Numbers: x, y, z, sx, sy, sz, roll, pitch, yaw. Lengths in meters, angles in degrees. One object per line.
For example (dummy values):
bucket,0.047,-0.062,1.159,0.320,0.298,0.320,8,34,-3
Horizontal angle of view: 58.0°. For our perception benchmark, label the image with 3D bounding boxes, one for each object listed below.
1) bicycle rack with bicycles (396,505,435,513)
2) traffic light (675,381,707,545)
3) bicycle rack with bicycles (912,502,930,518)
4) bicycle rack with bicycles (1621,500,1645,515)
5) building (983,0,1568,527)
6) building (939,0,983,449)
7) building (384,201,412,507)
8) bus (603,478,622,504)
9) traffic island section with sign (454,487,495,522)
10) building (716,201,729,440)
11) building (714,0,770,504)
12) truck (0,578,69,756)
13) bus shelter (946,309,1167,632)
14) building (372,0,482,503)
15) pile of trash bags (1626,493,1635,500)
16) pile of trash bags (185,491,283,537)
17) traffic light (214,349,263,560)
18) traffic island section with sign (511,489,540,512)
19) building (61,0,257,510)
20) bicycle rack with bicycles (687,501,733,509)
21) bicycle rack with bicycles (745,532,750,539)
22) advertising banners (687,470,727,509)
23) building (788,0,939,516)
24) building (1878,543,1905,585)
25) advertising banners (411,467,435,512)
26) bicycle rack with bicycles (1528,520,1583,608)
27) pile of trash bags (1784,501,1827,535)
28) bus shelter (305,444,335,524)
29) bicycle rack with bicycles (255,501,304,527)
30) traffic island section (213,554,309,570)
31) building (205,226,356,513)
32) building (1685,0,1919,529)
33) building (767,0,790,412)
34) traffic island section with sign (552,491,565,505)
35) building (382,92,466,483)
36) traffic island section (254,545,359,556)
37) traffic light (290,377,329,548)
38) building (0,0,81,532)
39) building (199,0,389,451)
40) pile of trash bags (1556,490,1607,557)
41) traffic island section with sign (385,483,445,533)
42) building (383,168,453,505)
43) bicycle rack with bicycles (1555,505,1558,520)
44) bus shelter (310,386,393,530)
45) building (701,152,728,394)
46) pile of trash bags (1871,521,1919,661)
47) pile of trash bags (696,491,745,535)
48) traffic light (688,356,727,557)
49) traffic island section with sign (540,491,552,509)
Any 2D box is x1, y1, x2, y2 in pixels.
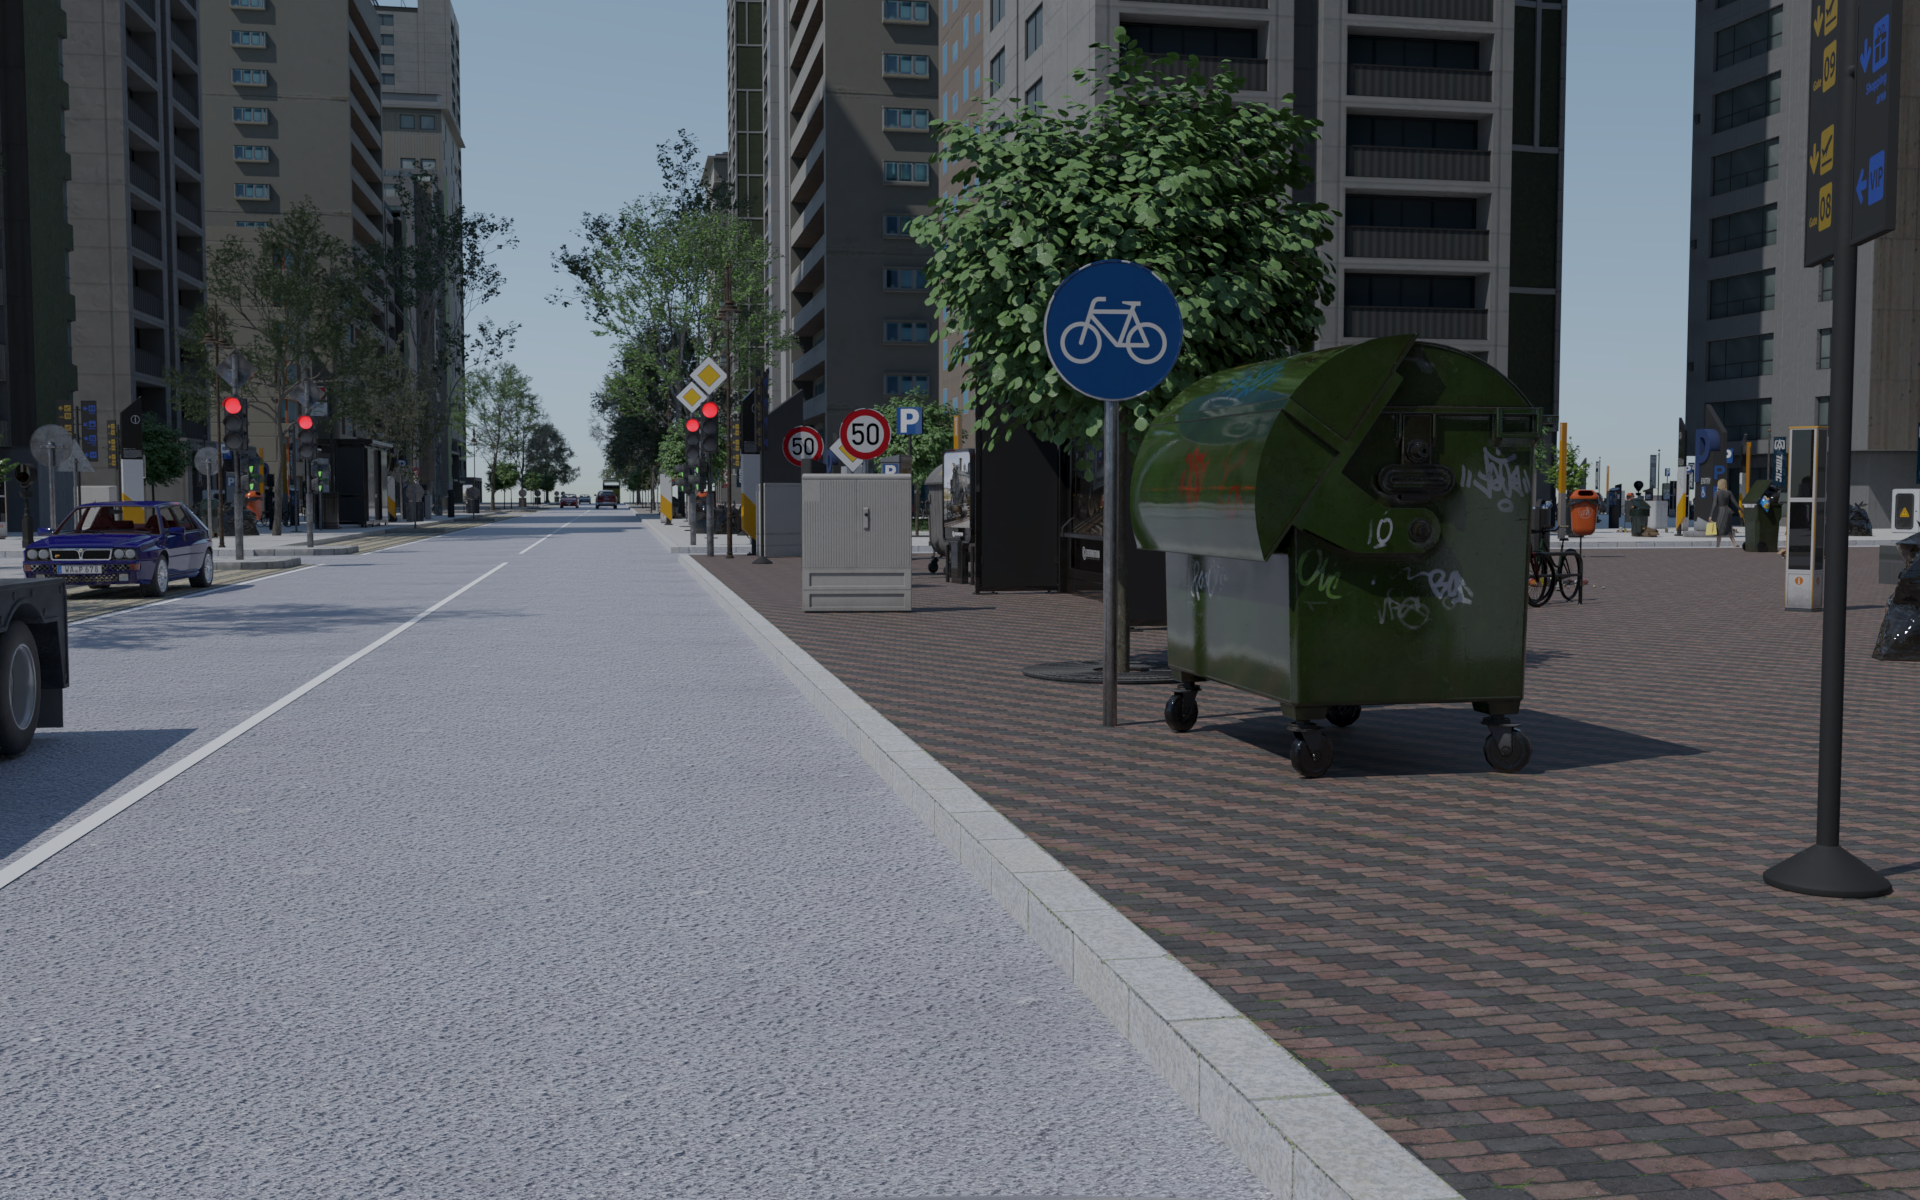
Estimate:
bicycle rack with bicycles,-33.335,-5.693,106.461,2.925,0.926,2.852,-3,4,-39
traffic light,-6.699,-3.324,43.263,0.839,4.253,0.868,-1,4,-11
bicycle rack with bicycles,-1.198,-4.162,81.433,2.852,0.926,2.925,-1,4,-11
bicycle rack with bicycles,41.426,-5.556,104.226,2.925,0.926,2.852,2,4,30
building,12.971,-38.354,65.347,20.611,71.187,20.563,-1,4,-11
building,7.041,-26.581,84.711,14.600,45.320,14.200,-1,4,-11
building,-61.476,-24.237,167.977,14.160,30.474,14.107,-1,4,-11
bus,-52.019,-16.347,258.815,2.896,3.916,12.252,-1,4,-11
traffic island section with sign,-25.374,-5.008,90.515,1.989,1.847,2.006,-1,4,-11
building,-27.071,-34.220,243.094,14.154,41.232,14.086,-1,4,-11
building,-21.401,-48.143,225.389,20.563,71.187,20.611,-1,4,-11
truck,-4.344,-0.671,0.735,2.967,4.110,18.799,-1,4,-13
bus shelter,1.269,-1.705,19.155,1.731,3.624,6.357,-1,4,-11
building,-81.557,-49.898,254.078,20.563,71.187,20.611,-1,4,-11
pile of trash bags,44.905,-6.638,118.280,3.447,1.369,1.912,-2,4,-35
pile of trash bags,-22.573,-2.680,53.572,1.912,1.369,3.447,0,4,6
traffic light,-14.025,-2.736,33.653,0.839,4.253,0.868,-1,4,-11
traffic island section with sign,-35.025,-7.973,138.990,1.989,1.847,2.006,-1,4,-11
building,-45.598,-39.336,81.391,20.563,71.187,20.611,-1,4,-11
bicycle rack with bicycles,-12.251,-4.456,86.234,2.852,0.926,2.925,1,4,16
bicycle rack with bicycles,-4.427,-2.151,48.546,2.852,0.926,2.925,-2,4,-30
advertising banners,-11.316,-5.035,78.507,2.074,3.025,0.090,0,4,2
building,0.829,-29.727,109.737,21.300,48.544,21.600,-1,4,-11
building,24.768,-28.879,14.166,21.231,58.520,28.212,-1,4,-11
advertising banners,-35.051,-7.196,113.839,2.074,3.025,0.090,0,4,5
bicycle rack with bicycles,6.233,-0.433,20.455,2.925,0.926,2.852,-2,4,-27
pile of trash bags,27.943,-2.889,56.980,3.447,1.369,1.912,1,4,15
bus shelter,-28.246,-5.332,78.469,1.731,3.624,6.357,-1,4,-11
bicycle rack with bicycles,-27.489,-3.249,66.504,2.925,0.926,2.852,2,4,26
traffic island section,-14.066,-0.703,33.780,2.009,0.180,2.903,-1,4,-11
building,-60.026,-17.073,124.190,27.650,21.520,28.899,-1,4,-11
building,38.704,-18.073,67.202,14.107,30.474,14.160,-1,4,-11
building,-5.970,-37.134,149.139,21.231,58.520,28.212,-1,4,-11
traffic island section with sign,-51.197,-12.944,220.260,1.989,1.847,2.006,-1,4,-11
building,-81.100,-39.192,230.023,28.713,52.752,27.495,-1,4,-11
traffic island section,-15.625,-1.182,41.612,2.009,0.180,2.903,-1,4,-11
traffic light,-15.584,-3.215,41.485,0.839,4.253,0.868,-1,4,-11
building,-37.665,-17.289,54.372,14.160,30.474,14.107,-1,4,-11
building,-61.884,-32.109,148.691,21.300,48.544,21.600,-1,4,-11
pile of trash bags,11.238,-1.562,35.295,3.447,1.369,1.912,1,4,9
traffic island section with sign,-20.073,-3.379,63.869,1.989,1.847,2.006,-1,4,-11
building,-70.026,-32.254,210.950,14.154,41.232,14.086,-1,4,-11
bicycle rack with bicycles,27.977,-4.062,79.793,2.852,0.926,2.925,3,5,40
bus shelter,-23.568,-5.455,66.825,2.179,5.291,8.768,-1,4,-11
building,-24.462,-41.295,264.417,28.713,52.752,27.495,-1,4,-11
pile of trash bags,8.680,-0.195,12.939,1.912,1.369,3.447,-3,5,-42
pile of trash bags,-7.848,-2.855,56.432,1.912,1.369,3.447,-2,4,-30
traffic light,-5.141,-2.845,35.431,0.839,4.253,0.868,-1,4,-11
traffic island section with sign,-40.389,-9.622,165.944,1.989,1.847,2.006,-1,4,-11
